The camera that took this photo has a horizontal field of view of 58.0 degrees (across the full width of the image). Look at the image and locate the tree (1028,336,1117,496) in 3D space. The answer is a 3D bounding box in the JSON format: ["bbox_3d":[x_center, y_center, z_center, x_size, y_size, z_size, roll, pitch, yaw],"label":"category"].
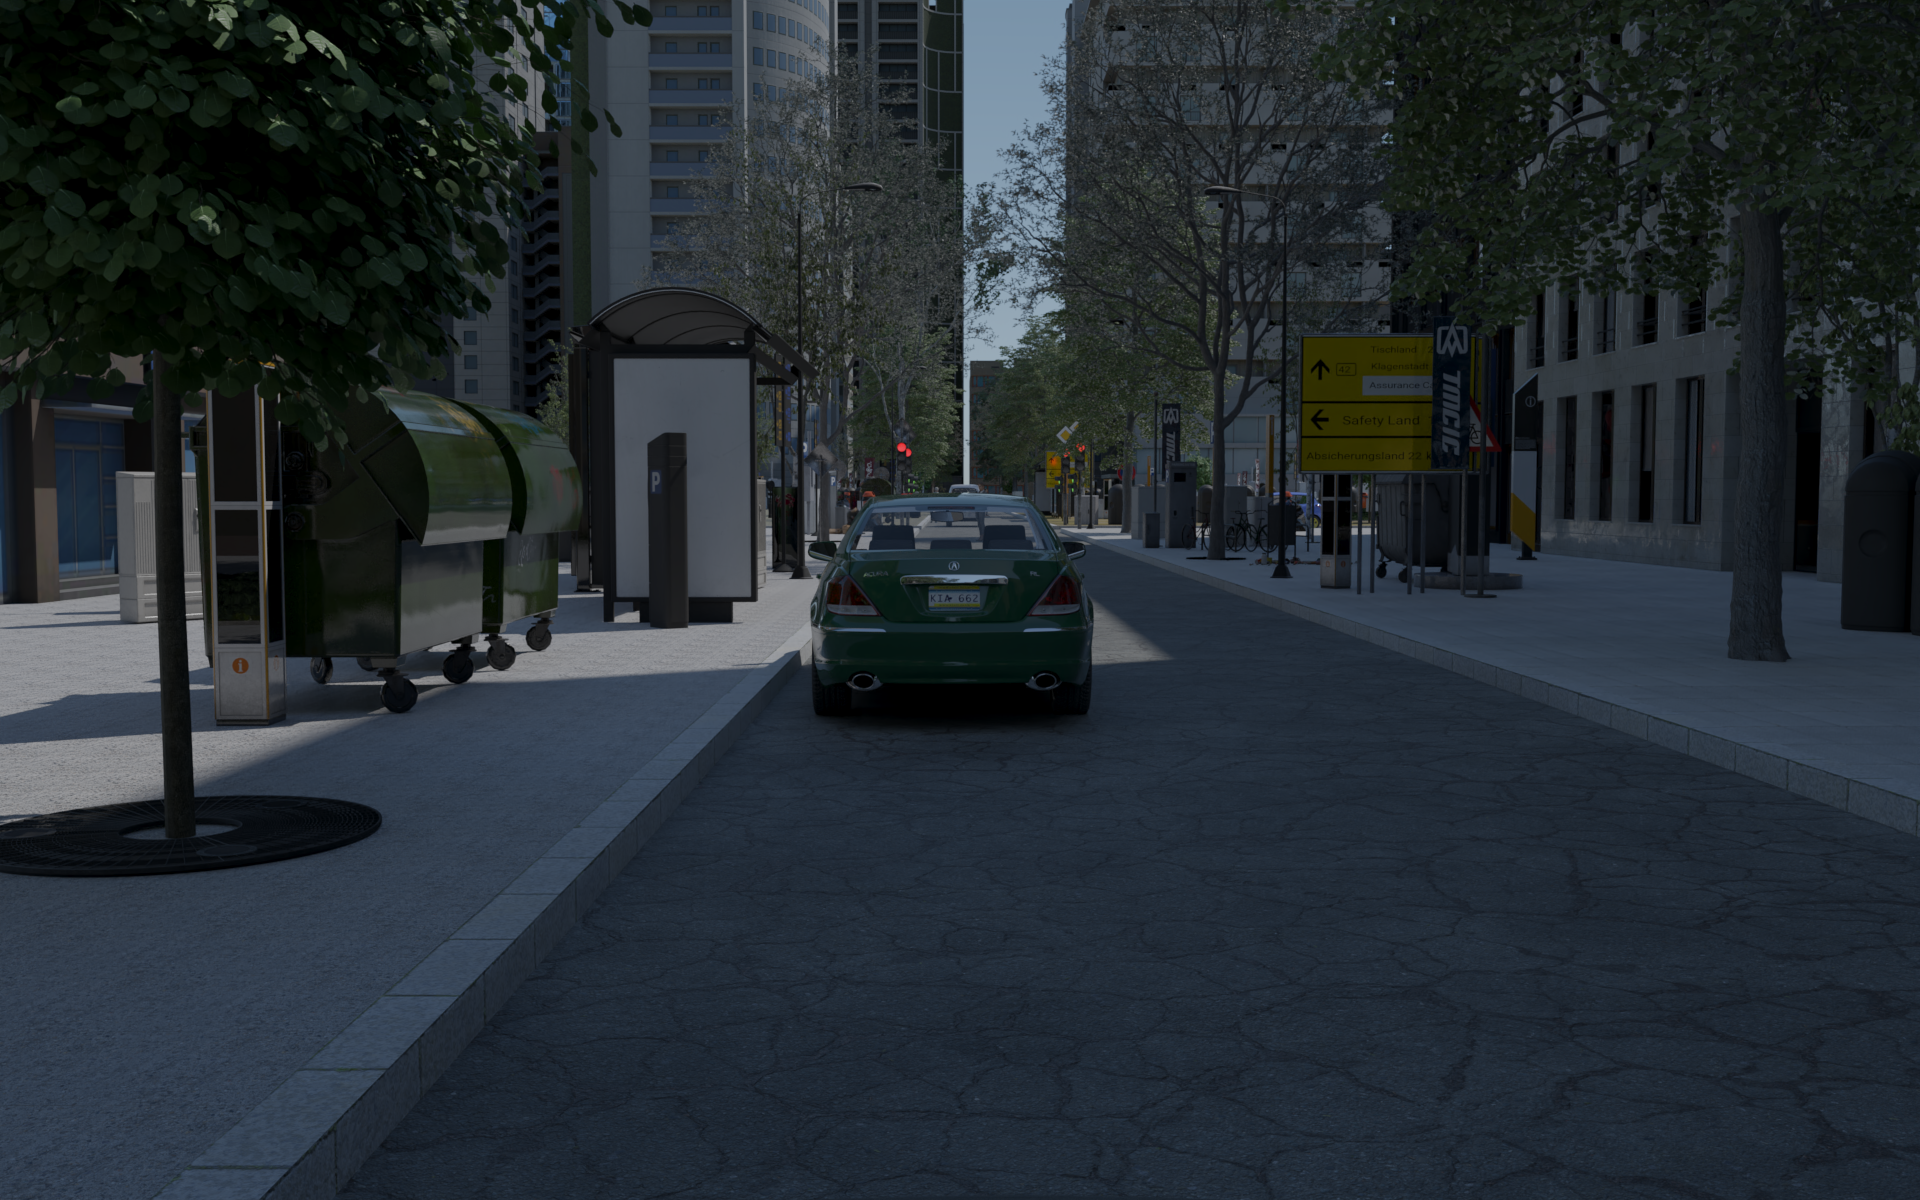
[{"bbox_3d":[5.271,-7.739,76.891,4.737,8.622,4.395,0,3,0],"label":"tree"}]

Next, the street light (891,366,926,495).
[{"bbox_3d":[-1.917,-5.536,63.053,1.470,5.913,1.316,0,4,0],"label":"street light"}]

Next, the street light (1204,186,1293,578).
[{"bbox_3d":[4.379,-3.289,26.324,1.470,5.913,1.316,0,4,0],"label":"street light"}]

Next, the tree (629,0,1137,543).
[{"bbox_3d":[-3.513,-8.280,45.754,12.009,13.543,11.850,0,3,0],"label":"tree"}]

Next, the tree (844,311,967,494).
[{"bbox_3d":[-3.346,-11.447,105.281,7.486,12.596,7.792,0,3,0],"label":"tree"}]

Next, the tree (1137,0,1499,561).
[{"bbox_3d":[5.148,-7.531,33.503,12.009,13.543,11.850,0,3,0],"label":"tree"}]

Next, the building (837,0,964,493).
[{"bbox_3d":[-9.730,-49.450,246.755,20.611,71.187,20.563,0,4,0],"label":"building"}]

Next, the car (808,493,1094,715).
[{"bbox_3d":[-0.085,-0.054,12.679,2.131,1.459,4.920,0,4,-1],"label":"car"}]

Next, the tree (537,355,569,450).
[{"bbox_3d":[-20.015,-8.598,90.947,4.360,8.622,3.978,0,3,0],"label":"tree"}]

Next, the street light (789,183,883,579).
[{"bbox_3d":[-1.857,-3.270,26.007,1.470,5.913,1.316,0,4,0],"label":"street light"}]

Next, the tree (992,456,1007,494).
[{"bbox_3d":[4.654,-14.258,183.487,4.737,8.622,4.395,0,3,0],"label":"tree"}]

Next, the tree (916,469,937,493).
[{"bbox_3d":[-3.755,-10.977,163.190,4.285,4.588,4.351,0,3,0],"label":"tree"}]

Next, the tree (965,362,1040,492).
[{"bbox_3d":[5.347,-15.805,165.060,9.857,13.997,8.962,0,3,0],"label":"tree"}]

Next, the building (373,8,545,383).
[{"bbox_3d":[-60.683,-46.772,202.971,20.611,71.187,20.563,0,4,0],"label":"building"}]

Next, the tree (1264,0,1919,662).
[{"bbox_3d":[5.798,-5.805,13.034,7.486,12.596,7.792,0,3,0],"label":"tree"}]

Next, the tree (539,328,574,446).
[{"bbox_3d":[-16.302,-7.710,76.420,4.737,8.622,4.395,0,3,0],"label":"tree"}]

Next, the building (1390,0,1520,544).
[{"bbox_3d":[19.901,-13.298,47.100,12.332,23.373,15.834,0,4,0],"label":"building"}]

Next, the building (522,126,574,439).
[{"bbox_3d":[-43.289,-34.028,206.463,14.200,45.320,14.600,0,4,0],"label":"building"}]

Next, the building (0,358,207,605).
[{"bbox_3d":[-17.495,-22.705,21.345,14.600,45.320,14.200,0,4,0],"label":"building"}]

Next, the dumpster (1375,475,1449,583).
[{"bbox_3d":[6.923,-1.215,25.616,1.264,1.857,1.865,0,4,0],"label":"dumpster"}]

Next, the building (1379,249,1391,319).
[{"bbox_3d":[49.331,-26.699,208.225,14.107,30.474,14.160,0,4,0],"label":"building"}]

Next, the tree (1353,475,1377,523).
[{"bbox_3d":[18.024,-5.642,75.960,4.285,4.588,4.351,0,3,0],"label":"tree"}]

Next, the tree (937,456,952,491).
[{"bbox_3d":[-3.140,-15.991,211.820,4.360,8.622,3.978,0,3,0],"label":"tree"}]

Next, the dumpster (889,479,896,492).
[{"bbox_3d":[-4.800,-6.838,114.297,1.502,2.255,1.985,0,4,0],"label":"dumpster"}]

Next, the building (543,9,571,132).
[{"bbox_3d":[-64.136,-57.137,246.859,31.000,86.520,22.319,0,4,0],"label":"building"}]

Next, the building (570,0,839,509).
[{"bbox_3d":[-22.629,-37.767,159.492,21.231,58.520,28.212,0,4,0],"label":"building"}]

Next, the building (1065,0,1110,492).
[{"bbox_3d":[22.623,-40.211,199.455,21.231,58.520,28.212,0,4,0],"label":"building"}]

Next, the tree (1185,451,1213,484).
[{"bbox_3d":[17.808,-8.902,129.269,4.285,4.588,4.351,0,3,0],"label":"tree"}]

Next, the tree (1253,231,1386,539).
[{"bbox_3d":[10.043,-6.039,49.107,4.360,8.622,3.978,0,3,0],"label":"tree"}]

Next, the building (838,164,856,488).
[{"bbox_3d":[-24.153,-30.908,197.223,23.993,40.220,32.217,0,4,0],"label":"building"}]

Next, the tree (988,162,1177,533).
[{"bbox_3d":[5.875,-8.497,57.055,7.486,12.596,7.792,0,3,0],"label":"tree"}]

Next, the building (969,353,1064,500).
[{"bbox_3d":[15.902,-24.864,251.569,28.899,21.520,27.650,0,4,0],"label":"building"}]

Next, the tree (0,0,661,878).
[{"bbox_3d":[-2.842,-1.387,6.384,4.285,4.588,4.351,0,3,0],"label":"tree"}]

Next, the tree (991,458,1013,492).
[{"bbox_3d":[5.067,-15.483,203.511,4.360,8.622,3.978,0,3,0],"label":"tree"}]

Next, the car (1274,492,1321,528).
[{"bbox_3d":[12.592,-3.629,68.926,3.694,1.707,1.945,0,3,0],"label":"car"}]

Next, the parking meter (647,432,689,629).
[{"bbox_3d":[-2.805,-0.667,16.620,0.255,1.863,0.399,-3,4,-37],"label":"parking meter"}]

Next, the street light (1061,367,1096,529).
[{"bbox_3d":[4.261,-5.553,63.339,1.470,5.913,1.316,0,4,0],"label":"street light"}]

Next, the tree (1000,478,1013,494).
[{"bbox_3d":[5.196,-11.137,176.698,1.663,3.219,1.824,0,3,0],"label":"tree"}]

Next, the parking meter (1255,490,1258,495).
[{"bbox_3d":[19.314,-6.369,112.552,0.372,1.533,0.369,0,3,0],"label":"parking meter"}]

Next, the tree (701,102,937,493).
[{"bbox_3d":[-3.122,-5.084,33.487,4.360,8.622,3.978,0,3,0],"label":"tree"}]

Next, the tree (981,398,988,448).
[{"bbox_3d":[5.301,-11.741,110.086,7.486,12.596,7.792,0,3,0],"label":"tree"}]

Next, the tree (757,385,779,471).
[{"bbox_3d":[-13.289,-9.834,111.143,4.737,8.622,4.395,0,3,0],"label":"tree"}]

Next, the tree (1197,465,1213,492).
[{"bbox_3d":[16.601,-7.517,117.497,1.663,3.219,1.824,0,3,0],"label":"tree"}]

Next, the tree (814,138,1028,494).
[{"bbox_3d":[-2.421,-14.333,90.231,12.611,20.169,13.585,0,3,0],"label":"tree"}]

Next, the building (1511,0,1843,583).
[{"bbox_3d":[17.786,-10.749,30.491,10.420,20.320,16.860,0,4,0],"label":"building"}]

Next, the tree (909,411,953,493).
[{"bbox_3d":[-2.972,-11.991,146.408,4.737,8.622,4.395,0,3,0],"label":"tree"}]

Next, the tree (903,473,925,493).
[{"bbox_3d":[-3.239,-7.770,121.641,1.663,3.219,1.824,0,3,0],"label":"tree"}]

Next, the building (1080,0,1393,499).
[{"bbox_3d":[27.127,-35.634,171.848,28.713,52.752,27.495,0,4,0],"label":"building"}]
